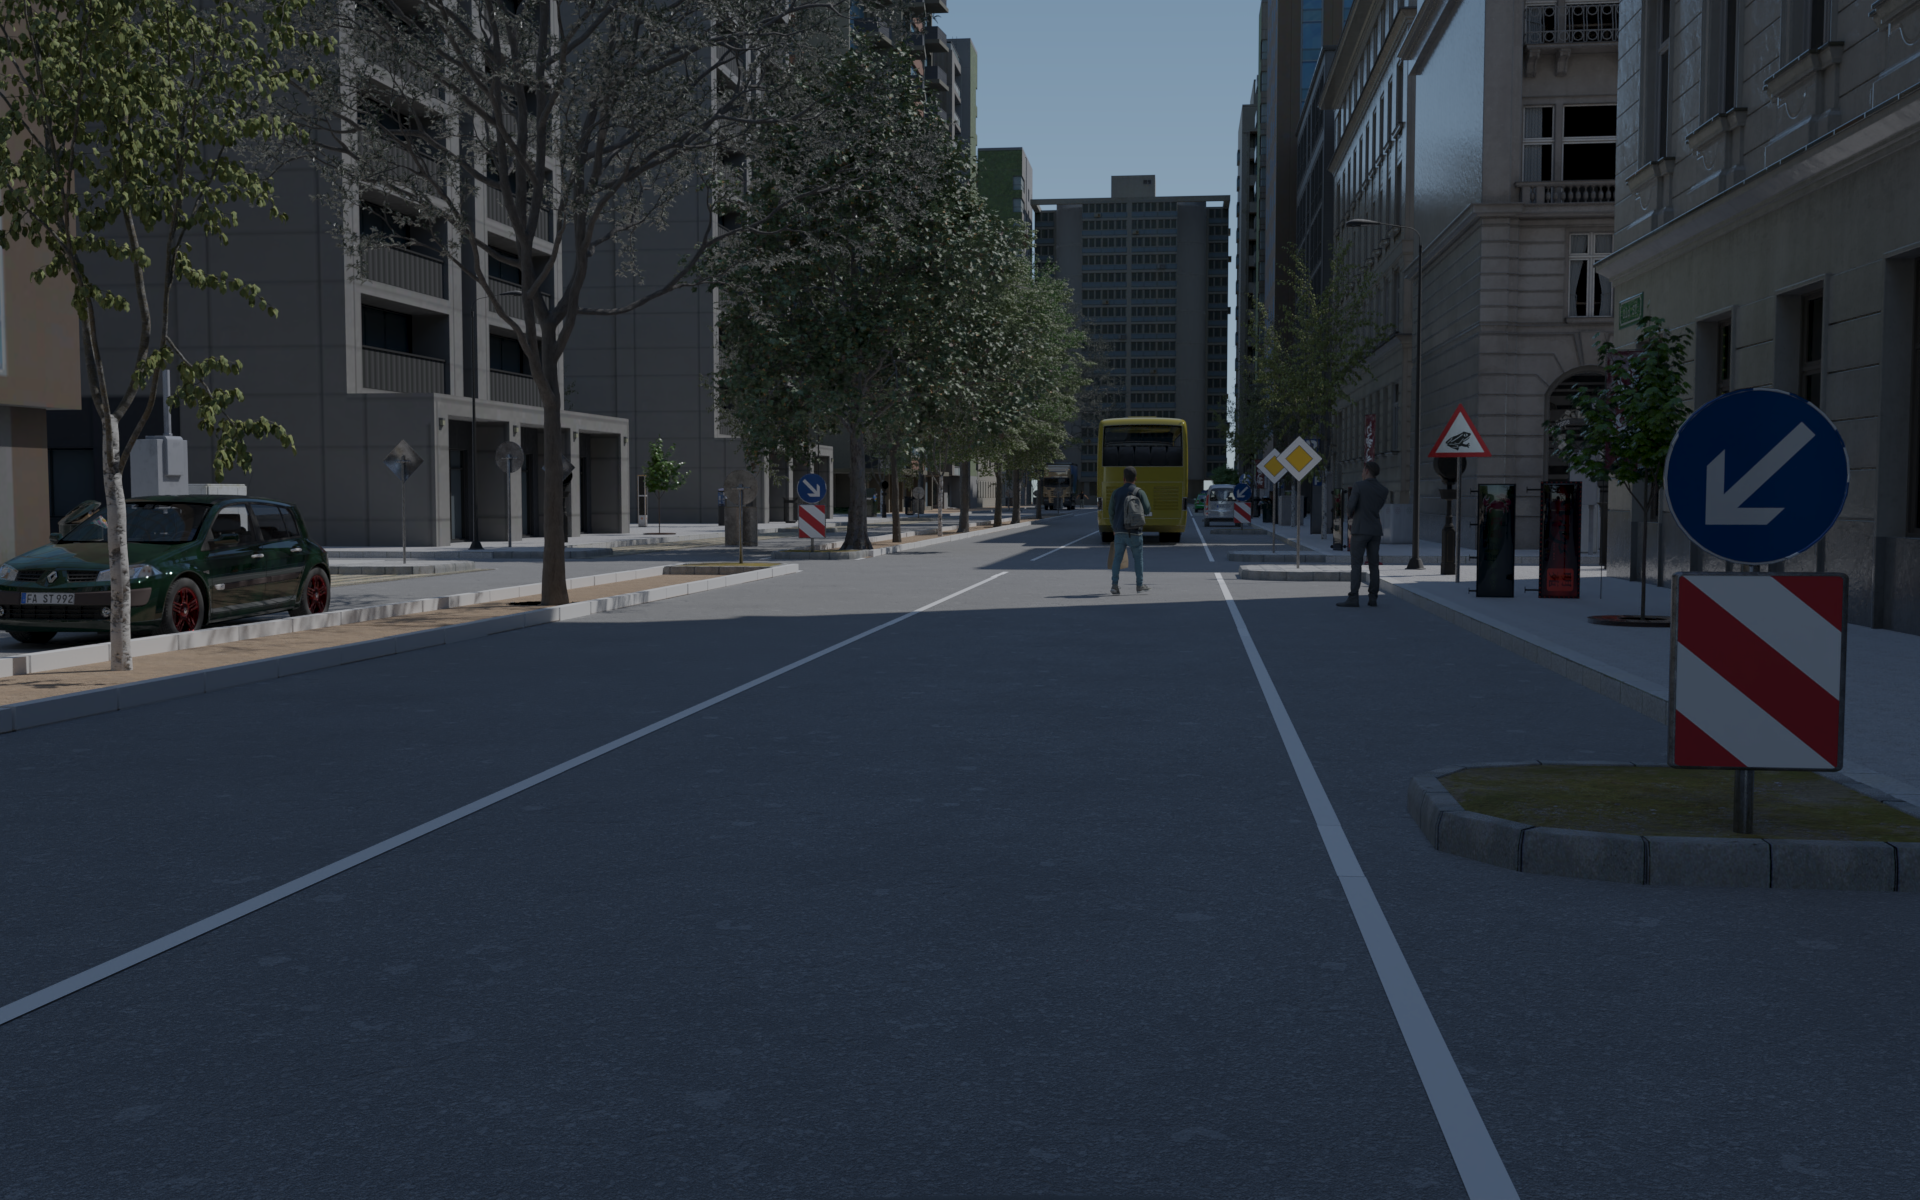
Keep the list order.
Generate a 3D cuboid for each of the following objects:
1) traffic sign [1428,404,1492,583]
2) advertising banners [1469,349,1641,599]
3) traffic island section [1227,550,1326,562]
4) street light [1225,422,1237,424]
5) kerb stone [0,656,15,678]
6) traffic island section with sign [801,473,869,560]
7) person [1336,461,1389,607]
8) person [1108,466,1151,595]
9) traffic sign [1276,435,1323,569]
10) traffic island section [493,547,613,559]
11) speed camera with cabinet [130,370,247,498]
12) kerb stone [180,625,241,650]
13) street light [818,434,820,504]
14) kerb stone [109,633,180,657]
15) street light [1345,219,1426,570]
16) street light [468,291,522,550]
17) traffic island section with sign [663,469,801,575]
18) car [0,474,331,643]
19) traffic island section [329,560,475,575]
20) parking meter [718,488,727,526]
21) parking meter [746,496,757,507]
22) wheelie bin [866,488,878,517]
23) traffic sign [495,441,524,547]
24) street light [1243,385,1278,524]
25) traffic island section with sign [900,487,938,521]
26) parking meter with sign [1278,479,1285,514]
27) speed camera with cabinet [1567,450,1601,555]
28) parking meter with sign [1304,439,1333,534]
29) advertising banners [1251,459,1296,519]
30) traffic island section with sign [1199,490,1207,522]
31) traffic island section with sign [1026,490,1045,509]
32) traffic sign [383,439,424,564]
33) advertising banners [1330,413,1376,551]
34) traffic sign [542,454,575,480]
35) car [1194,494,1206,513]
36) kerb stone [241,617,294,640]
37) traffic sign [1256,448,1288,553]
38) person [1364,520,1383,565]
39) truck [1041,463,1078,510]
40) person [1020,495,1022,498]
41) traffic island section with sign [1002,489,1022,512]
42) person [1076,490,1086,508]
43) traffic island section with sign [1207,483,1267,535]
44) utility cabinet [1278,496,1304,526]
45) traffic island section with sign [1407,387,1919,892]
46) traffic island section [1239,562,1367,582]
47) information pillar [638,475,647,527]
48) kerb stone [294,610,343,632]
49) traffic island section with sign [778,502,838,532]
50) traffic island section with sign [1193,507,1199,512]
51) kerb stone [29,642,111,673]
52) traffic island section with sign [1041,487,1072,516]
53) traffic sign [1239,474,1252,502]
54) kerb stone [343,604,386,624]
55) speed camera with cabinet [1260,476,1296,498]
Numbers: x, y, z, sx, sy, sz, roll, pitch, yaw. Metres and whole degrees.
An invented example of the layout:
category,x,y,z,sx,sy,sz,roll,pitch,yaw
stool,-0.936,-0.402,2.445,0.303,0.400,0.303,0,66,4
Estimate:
category,x,y,z,sx,sy,sz,roll,pitch,yaw
traffic sign,7.204,-1.529,25.006,0.884,2.594,0.081,1,4,15
advertising banners,7.335,-1.530,21.209,2.074,3.025,0.090,1,4,14
traffic island section,6.864,-0.949,37.790,2.009,0.180,2.903,0,4,7
street light,17.779,-8.513,111.722,1.470,5.913,1.316,0,4,7
kerb stone,-7.519,0.548,13.267,0.120,0.150,1.000,0,4,7
traffic island section with sign,-3.174,-1.871,38.732,2.006,1.907,1.989,0,4,7
person,5.125,-0.845,22.128,0.655,1.846,0.447,-2,4,-24
person,2.354,-0.984,24.577,0.794,1.824,0.713,3,5,41
traffic sign,5.823,-1.600,29.796,0.795,2.450,0.064,0,4,7
traffic island section,-9.246,-1.075,39.854,2.009,0.180,2.903,0,4,7
speed camera with cabinet,-12.608,-2.081,28.358,0.660,3.252,2.038,1,4,17
kerb stone,-7.125,0.361,16.322,0.120,0.150,1.000,0,4,7
street light,-5.803,-6.419,77.484,1.470,5.913,1.316,0,4,7
kerb stone,-7.257,0.422,15.303,0.120,0.150,1.000,0,4,7
street light,7.218,-3.477,29.388,1.470,5.913,1.316,0,4,7
street light,-10.649,-4.113,39.789,1.470,5.913,1.316,0,4,7
traffic island section with sign,-4.126,-1.422,31.386,2.006,1.907,1.989,0,4,7
car,-8.080,-0.491,17.821,2.009,1.686,4.222,0,4,7
traffic island section,-10.262,-0.590,31.934,2.009,0.180,2.903,0,4,7
parking meter,-9.569,-3.757,69.842,0.372,1.533,0.369,0,3,0
parking meter,-7.839,-3.624,64.967,0.399,1.863,0.255,3,5,43
wheelie bin,-4.982,-5.404,96.261,0.980,1.594,0.693,2,4,29
traffic sign,-10.868,-2.547,41.745,0.768,2.556,0.104,1,4,14
street light,12.913,-6.177,73.534,1.470,5.913,1.316,0,4,7
traffic island section with sign,-2.213,-5.100,92.016,1.989,1.847,2.006,0,4,7
parking meter with sign,15.159,-5.232,81.802,0.543,3.016,1.738,1,4,13
speed camera with cabinet,13.419,-2.623,37.216,0.660,3.252,2.038,1,4,22
parking meter with sign,11.668,-3.633,55.658,0.543,3.016,1.738,3,4,37
advertising banners,15.691,-5.515,86.350,2.074,3.025,0.090,1,4,23
traffic island section with sign,13.532,-4.956,89.658,1.989,1.847,2.006,0,4,7
traffic island section with sign,7.458,-9.716,167.485,1.989,1.847,2.006,0,4,7
traffic sign,-10.237,-1.726,31.869,0.795,2.450,0.064,0,4,7
advertising banners,8.745,-2.589,38.522,0.090,3.025,2.074,-1,4,-13
traffic sign,-9.221,-2.211,39.789,0.795,2.450,0.064,0,4,7
car,18.981,-7.626,133.488,1.959,1.807,4.718,0,4,8
kerb stone,-7.003,0.304,17.342,0.120,0.150,1.000,0,4,7
traffic sign,6.839,-2.084,37.716,0.795,2.450,0.064,0,4,7
person,8.139,-1.578,34.315,0.388,1.821,0.555,3,4,38
truck,9.076,-10.261,156.675,2.839,4.237,11.283,0,4,7
person,4.990,-8.254,144.930,0.593,1.643,0.415,3,5,41
traffic island section with sign,4.037,-8.081,140.747,1.989,1.847,2.006,0,4,7
person,12.370,-10.215,175.531,1.348,1.822,0.705,2,4,30
traffic island section with sign,9.999,-3.276,62.190,1.989,1.847,2.006,0,4,7
utility cabinet,13.458,-3.624,70.417,1.020,1.237,0.306,-1,4,-20
traffic island section with sign,2.959,0.085,7.244,1.989,1.847,2.006,0,4,7
traffic island section,5.848,-0.464,29.870,2.009,0.180,2.903,0,4,7
information pillar,-12.312,-3.834,67.178,0.304,2.012,0.304,0,4,3
kerb stone,-6.869,0.236,18.362,0.120,0.150,1.000,0,4,7
traffic island section with sign,-5.677,-3.456,65.140,1.989,1.847,2.006,0,4,7
traffic island section with sign,23.359,-9.646,166.334,1.989,1.847,2.006,0,4,7
kerb stone,-7.385,0.484,14.280,0.120,0.150,1.000,0,4,7
traffic island section with sign,6.378,-6.430,113.263,2.006,1.907,1.989,0,4,7
traffic sign,17.888,-6.635,108.591,0.768,2.556,0.104,1,4,10
kerb stone,-6.735,0.172,19.384,0.120,0.150,1.000,0,4,7
speed camera with cabinet,16.697,-5.906,90.895,0.660,3.252,2.038,-3,5,-39
